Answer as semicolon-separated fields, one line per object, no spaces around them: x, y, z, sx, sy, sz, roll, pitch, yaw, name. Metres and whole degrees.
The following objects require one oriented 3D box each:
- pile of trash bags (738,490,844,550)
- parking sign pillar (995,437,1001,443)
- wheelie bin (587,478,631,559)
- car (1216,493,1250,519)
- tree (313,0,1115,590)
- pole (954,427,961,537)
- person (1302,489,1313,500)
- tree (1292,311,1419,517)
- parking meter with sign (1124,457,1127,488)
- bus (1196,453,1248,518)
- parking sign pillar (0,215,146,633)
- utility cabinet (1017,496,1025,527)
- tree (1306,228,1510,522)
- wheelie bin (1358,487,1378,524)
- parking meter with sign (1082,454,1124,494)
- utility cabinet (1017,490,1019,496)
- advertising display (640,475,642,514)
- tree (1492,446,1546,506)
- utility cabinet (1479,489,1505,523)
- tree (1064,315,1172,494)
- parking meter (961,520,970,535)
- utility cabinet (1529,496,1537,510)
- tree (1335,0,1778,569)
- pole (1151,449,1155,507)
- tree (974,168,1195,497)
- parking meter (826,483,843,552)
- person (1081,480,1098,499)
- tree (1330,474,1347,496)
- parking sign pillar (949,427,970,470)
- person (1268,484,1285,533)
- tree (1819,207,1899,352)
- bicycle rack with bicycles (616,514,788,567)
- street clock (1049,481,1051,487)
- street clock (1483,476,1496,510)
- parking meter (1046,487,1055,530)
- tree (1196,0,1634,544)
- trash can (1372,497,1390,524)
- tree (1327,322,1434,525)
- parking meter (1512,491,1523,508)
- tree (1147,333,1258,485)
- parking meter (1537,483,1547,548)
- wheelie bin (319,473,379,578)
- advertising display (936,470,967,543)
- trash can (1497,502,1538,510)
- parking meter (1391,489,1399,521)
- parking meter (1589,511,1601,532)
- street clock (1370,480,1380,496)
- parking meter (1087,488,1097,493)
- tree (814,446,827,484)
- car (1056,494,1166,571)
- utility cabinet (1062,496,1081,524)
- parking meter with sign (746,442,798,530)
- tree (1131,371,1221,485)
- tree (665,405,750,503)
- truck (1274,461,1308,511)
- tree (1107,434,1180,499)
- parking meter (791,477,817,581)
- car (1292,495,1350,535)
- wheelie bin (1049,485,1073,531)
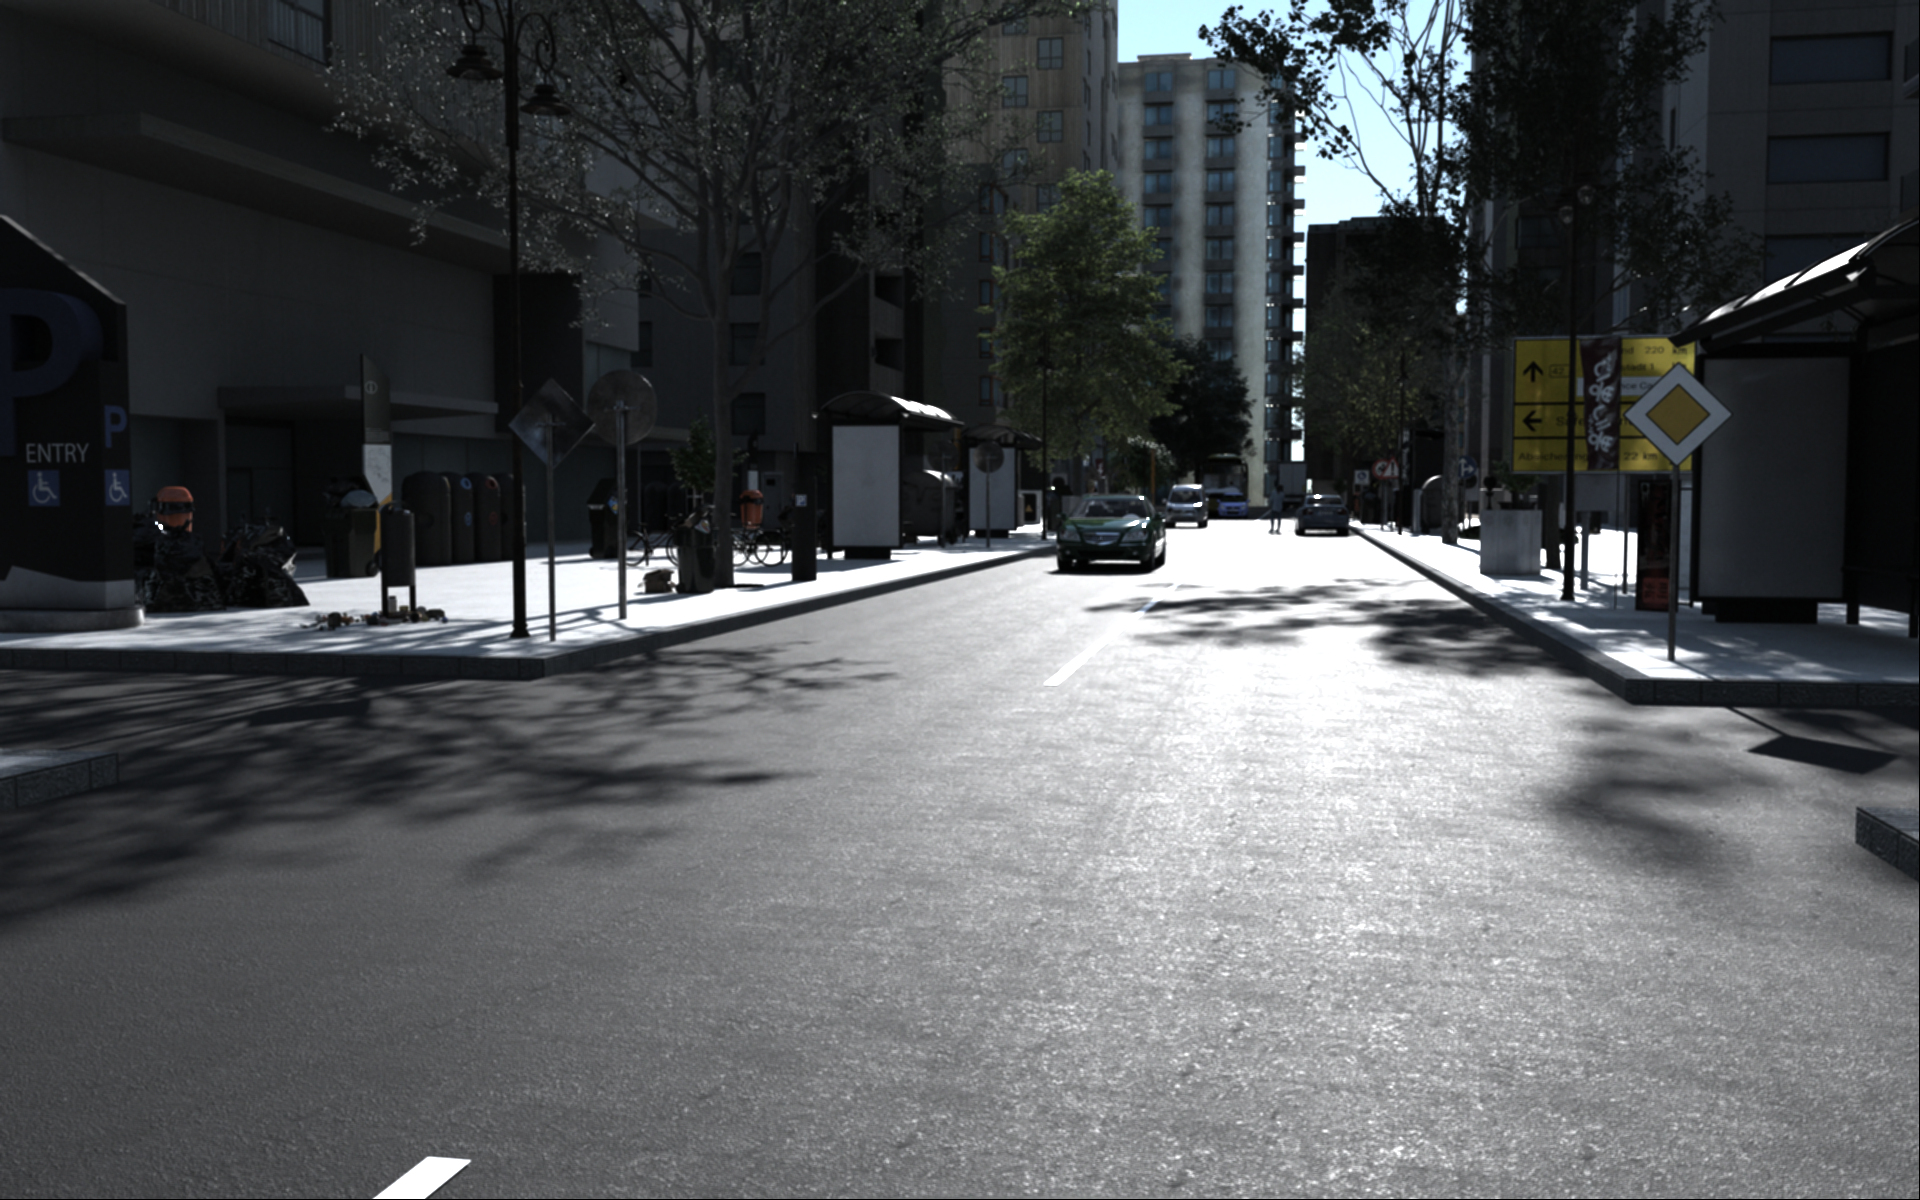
-3.799;-1.924;41.213;3.447;1.369;1.912;2;4;27;pile of trash bags
1.050;-5.090;71.686;1.447;3.967;1.447;-2;4;-30;parking sign pillar
-7.017;-1.634;34.631;0.693;1.594;0.980;-3;5;-45;wheelie bin
15.856;-5.558;100.457;1.945;1.707;3.694;1;4;9;car
-3.142;-6.918;23.479;12.009;13.543;11.850;0;3;0;tree
-0.073;-3.526;51.492;0.158;3.312;0.155;0;3;0;pole
27.727;-7.882;137.377;1.348;1.824;0.705;2;4;30;person
22.409;-10.539;98.069;9.928;11.665;9.643;0;3;0;tree
7.003;-5.265;82.348;1.738;3.016;0.543;1;4;15;parking meter with sign
16.614;-7.154;108.518;2.896;3.916;12.252;1;4;11;bus
-8.643;-1.718;16.565;1.447;3.967;1.447;1;4;12;parking sign pillar
2.078;-3.456;67.665;0.306;1.237;1.020;-3;5;-41;utility cabinet
19.501;-10.294;78.671;12.009;13.543;11.850;0;3;0;tree
17.711;-4.113;75.152;0.693;1.594;0.980;-2;4;-24;wheelie bin
6.143;-4.817;75.018;1.738;3.016;0.543;-2;4;-34;parking meter with sign
2.742;-4.842;87.840;1.173;1.500;0.318;3;4;37;utility cabinet
-10.565;-3.030;54.755;0.974;1.923;0.123;-1;4;-9;advertising display
20.775;-4.267;64.365;1.663;3.219;1.824;0;3;0;tree
23.314;-4.113;75.924;1.173;1.500;0.318;-2;4;-25;utility cabinet
6.052;-7.237;68.694;4.737;8.622;4.395;0;3;0;tree
0.133;-2.845;54.924;0.372;1.533;0.369;0;3;0;parking meter
19.724;-2.902;58.609;1.020;1.237;0.306;-2;4;-29;utility cabinet
9.850;-5.806;29.337;7.601;10.594;8.767;-1;4;-16;tree
8.787;-5.202;78.892;0.158;3.312;0.155;0;3;0;pole
4.287;-8.701;60.396;7.486;12.596;7.792;0;3;0;tree
-2.794;-1.846;38.595;0.372;1.533;0.369;0;3;0;parking meter
3.046;-1.778;38.240;0.731;1.740;0.598;-1;4;-16;person
35.724;-10.260;162.359;1.663;3.219;1.824;0;3;0;tree
-0.210;-4.981;69.908;1.447;3.967;1.447;1;4;13;parking sign pillar
11.700;-3.382;64.054;0.793;1.790;0.793;-3;5;-41;person
23.928;-5.746;44.306;4.360;8.622;3.978;0;3;0;tree
-4.342;-1.091;31.218;2.925;0.926;2.852;2;4;25;bicycle rack with bicycles
4.619;-4.918;84.985;0.471;2.002;0.358;1;4;21;street clock
21.106;-3.942;69.029;0.471;2.002;0.358;-2;4;-24;street clock
3.243;-3.236;61.325;0.372;1.533;0.369;0;3;0;parking meter
11.261;-11.489;43.728;12.611;20.169;13.585;0;3;0;tree
17.913;-3.796;73.710;0.748;1.137;0.748;0;3;0;trash can
17.334;-7.394;71.256;4.360;8.622;3.978;0;3;0;tree
19.133;-3.124;59.485;0.372;1.533;0.369;0;3;0;parking meter
18.777;-14.029;136.034;9.857;13.997;8.962;0;3;0;tree
13.842;-1.991;40.966;0.372;1.533;0.369;0;3;0;parking meter
-9.386;-1.146;26.648;0.980;1.594;0.693;1;4;19;wheelie bin
-0.239;-2.499;46.080;0.974;1.923;0.123;3;4;37;advertising display
10.424;-1.270;32.412;0.748;1.137;0.748;0;3;0;trash can
20.093;-4.374;79.919;0.372;1.533;0.369;0;3;0;parking meter
21.053;-2.996;57.390;0.372;1.533;0.369;0;3;0;parking meter
20.706;-5.007;86.439;0.358;2.002;0.471;-1;4;-23;street clock
5.071;-3.550;66.445;0.372;1.533;0.369;0;3;0;parking meter
-3.818;-3.920;58.699;1.663;3.219;1.824;0;3;0;tree
3.027;-1.361;34.056;2.131;1.459;4.920;1;4;11;car
3.760;-2.881;58.263;0.306;1.237;1.020;2;4;27;utility cabinet
-6.321;-3.793;58.274;1.738;3.016;0.543;-1;4;-9;parking meter with sign
15.083;-11.446;121.555;7.601;10.594;8.767;1;4;21;tree
-5.715;-2.648;37.897;1.663;3.219;1.824;0;3;0;tree
28.879;-9.911;150.960;2.839;4.237;11.283;1;4;10;truck
10.371;-6.797;94.843;4.285;4.588;4.351;0;3;0;tree
-2.309;-1.053;25.632;0.372;1.533;0.369;0;3;0;parking meter
12.817;-3.020;61.386;2.014;1.417;4.499;1;4;9;car
3.484;-3.172;59.775;0.980;1.594;0.693;-3;4;-36;wheelie bin
